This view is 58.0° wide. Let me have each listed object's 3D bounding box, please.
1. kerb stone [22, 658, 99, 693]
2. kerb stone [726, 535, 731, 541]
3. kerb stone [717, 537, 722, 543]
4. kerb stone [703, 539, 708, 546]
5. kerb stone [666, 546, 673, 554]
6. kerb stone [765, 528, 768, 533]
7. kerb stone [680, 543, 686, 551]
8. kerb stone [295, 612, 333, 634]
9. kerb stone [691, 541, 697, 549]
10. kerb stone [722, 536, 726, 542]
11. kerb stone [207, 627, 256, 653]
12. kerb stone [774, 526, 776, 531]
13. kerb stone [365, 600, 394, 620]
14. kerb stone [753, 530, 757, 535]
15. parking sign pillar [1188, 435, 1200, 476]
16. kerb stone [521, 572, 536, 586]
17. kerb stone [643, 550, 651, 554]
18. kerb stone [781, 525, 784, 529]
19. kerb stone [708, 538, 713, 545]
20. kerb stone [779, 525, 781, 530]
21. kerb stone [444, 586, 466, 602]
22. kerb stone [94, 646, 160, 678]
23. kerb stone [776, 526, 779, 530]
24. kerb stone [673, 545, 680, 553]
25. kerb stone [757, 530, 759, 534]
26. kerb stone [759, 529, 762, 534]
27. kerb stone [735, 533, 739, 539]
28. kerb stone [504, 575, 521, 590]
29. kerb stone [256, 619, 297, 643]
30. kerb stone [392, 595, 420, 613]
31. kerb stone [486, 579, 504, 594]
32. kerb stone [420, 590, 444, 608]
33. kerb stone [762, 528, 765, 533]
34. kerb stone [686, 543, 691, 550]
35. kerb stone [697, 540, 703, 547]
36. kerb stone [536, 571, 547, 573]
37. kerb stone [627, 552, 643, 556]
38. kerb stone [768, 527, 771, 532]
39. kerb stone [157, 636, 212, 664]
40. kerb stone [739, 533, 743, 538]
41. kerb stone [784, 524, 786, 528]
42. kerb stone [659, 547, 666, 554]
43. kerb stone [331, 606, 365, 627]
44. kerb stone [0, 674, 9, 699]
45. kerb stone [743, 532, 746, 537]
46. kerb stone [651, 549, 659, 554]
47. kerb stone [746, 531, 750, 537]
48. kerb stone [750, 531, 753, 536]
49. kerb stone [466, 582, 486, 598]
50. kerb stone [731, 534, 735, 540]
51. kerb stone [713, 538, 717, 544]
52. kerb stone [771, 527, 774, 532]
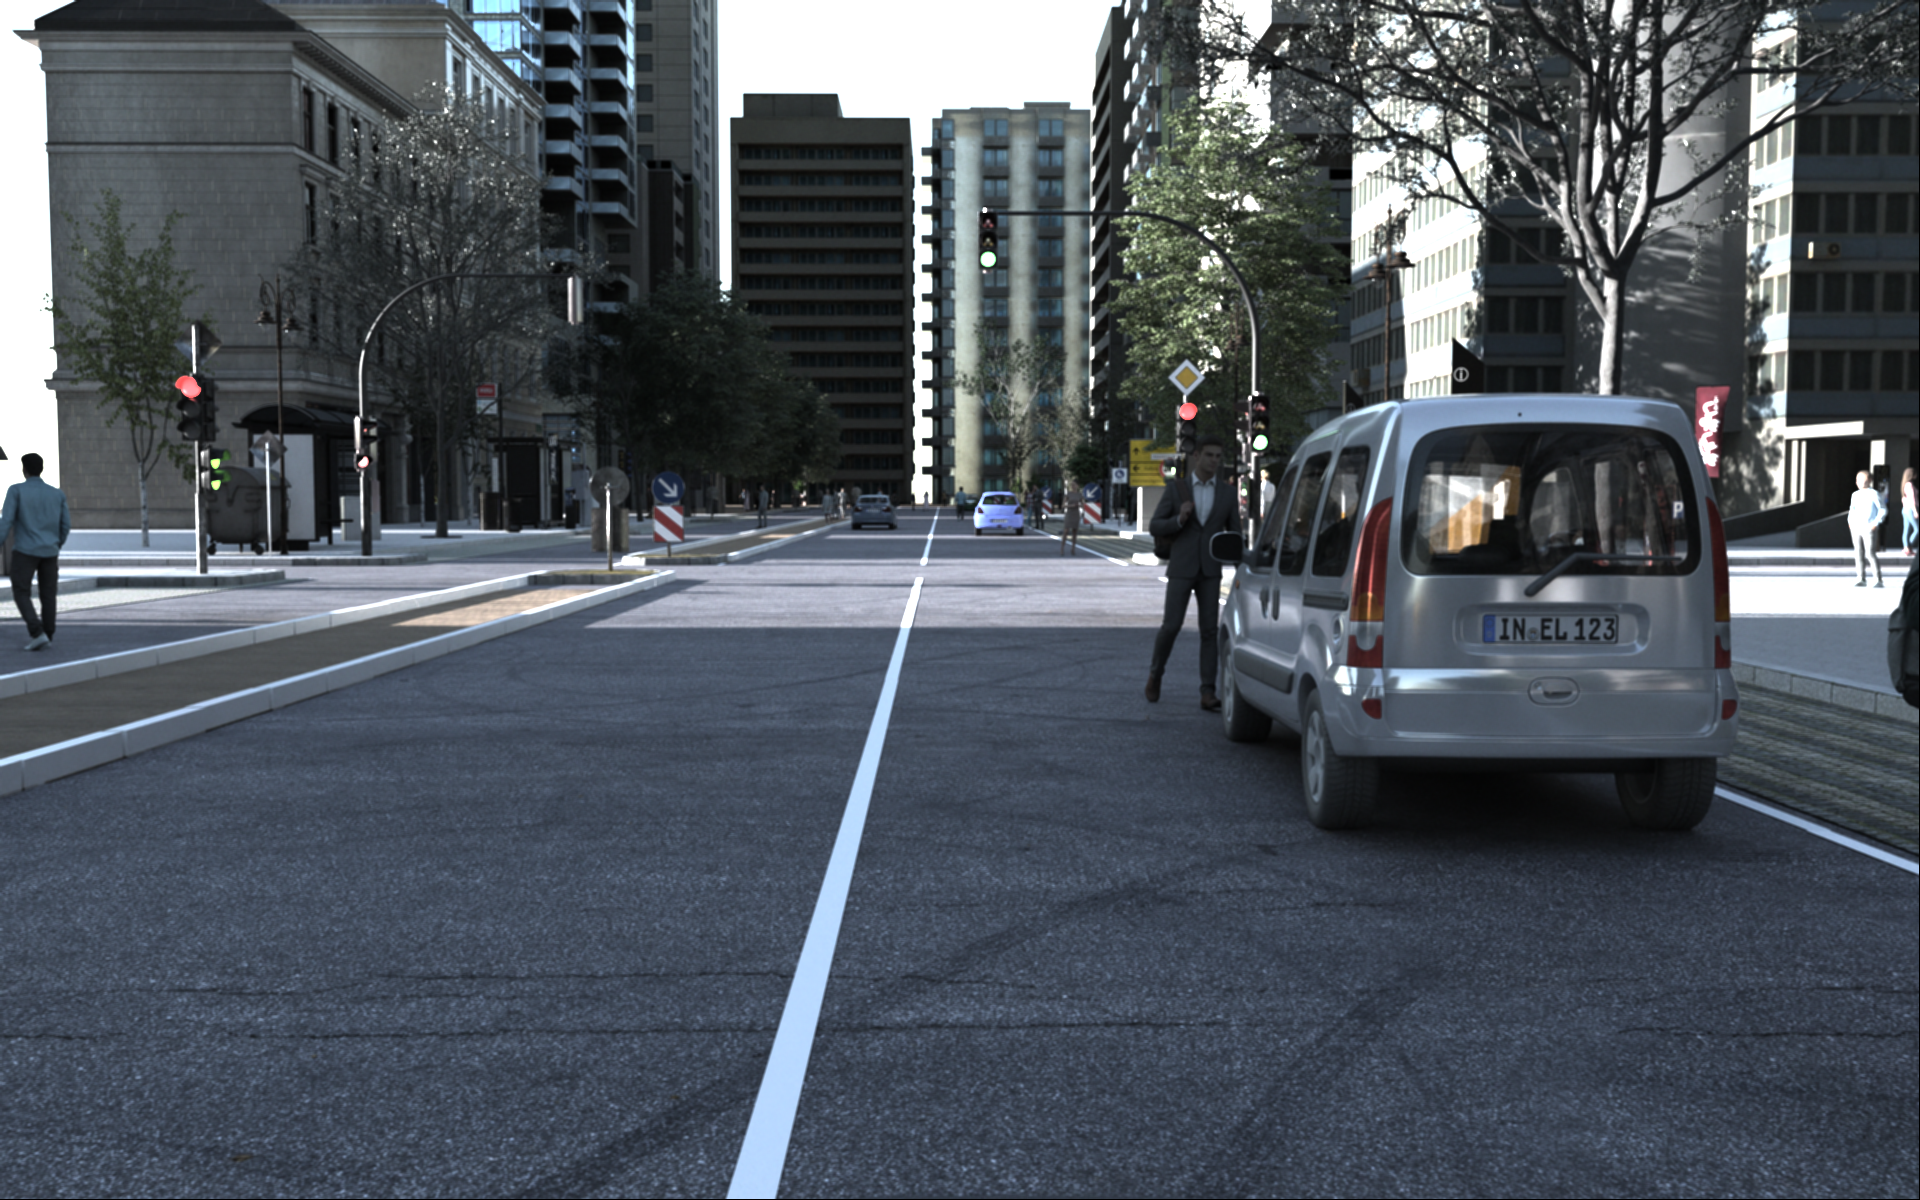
[{"bbox_3d":[-6.731,0.571,12.879,0.120,0.150,1.000,0,4,-1],"label":"kerb stone"},{"bbox_3d":[-7.139,-1.843,52.406,0.120,0.150,1.000,0,4,-1],"label":"kerb stone"},{"bbox_3d":[-7.112,-1.722,50.358,0.120,0.150,1.000,0,4,-1],"label":"kerb stone"},{"bbox_3d":[-7.079,-1.534,47.284,0.120,0.150,1.000,0,4,-1],"label":"kerb stone"},{"bbox_3d":[-7.022,-1.158,41.135,0.120,0.150,1.000,0,4,-1],"label":"kerb stone"},{"bbox_3d":[-7.253,-2.537,63.674,0.120,0.150,1.000,0,4,-1],"label":"kerb stone"},{"bbox_3d":[-7.040,-1.284,43.183,0.120,0.150,1.000,0,4,-1],"label":"kerb stone"},{"bbox_3d":[-6.784,0.262,18.008,0.120,0.150,1.000,0,4,-1],"label":"kerb stone"},{"bbox_3d":[-7.070,-1.409,45.238,0.120,0.150,1.000,0,4,-1],"label":"kerb stone"},{"bbox_3d":[-7.128,-1.785,51.384,0.120,0.150,1.000,0,4,-1],"label":"kerb stone"},{"bbox_3d":[-6.766,0.382,15.956,0.120,0.150,1.000,0,4,-1],"label":"kerb stone"},{"bbox_3d":[-7.278,-2.725,66.745,0.120,0.150,1.000,0,4,-1],"label":"kerb stone"},{"bbox_3d":[-6.806,0.139,20.054,0.120,0.150,1.000,0,4,-1],"label":"kerb stone"},{"bbox_3d":[-7.201,-2.283,59.582,0.120,0.150,1.000,0,4,-1],"label":"kerb stone"},{"bbox_3d":[7.606,-4.138,56.120,1.447,3.967,1.447,1,4,18],"label":"parking sign pillar"},{"bbox_3d":[-6.876,-0.308,27.225,0.120,0.150,1.000,0,4,-1],"label":"kerb stone"},{"bbox_3d":[-6.993,-0.969,38.069,0.120,0.150,1.000,0,4,-1],"label":"kerb stone"},{"bbox_3d":[-7.311,-2.914,69.845,0.120,0.150,1.000,0,4,-1],"label":"kerb stone"},{"bbox_3d":[-7.088,-1.597,48.313,0.120,0.150,1.000,0,4,-1],"label":"kerb stone"},{"bbox_3d":[-7.300,-2.845,68.805,0.120,0.150,1.000,0,4,-1],"label":"kerb stone"},{"bbox_3d":[-6.833,-0.053,23.127,0.120,0.150,1.000,0,4,-1],"label":"kerb stone"},{"bbox_3d":[-6.736,0.507,13.905,0.120,0.150,1.000,0,4,-1],"label":"kerb stone"},{"bbox_3d":[-7.294,-2.788,67.779,0.120,0.150,1.000,0,4,-1],"label":"kerb stone"},{"bbox_3d":[-7.019,-1.221,42.158,0.120,0.150,1.000,0,4,-1],"label":"kerb stone"},{"bbox_3d":[-7.222,-2.349,60.604,0.120,0.150,1.000,0,4,-1],"label":"kerb stone"},{"bbox_3d":[-7.236,-2.412,61.627,0.120,0.150,1.000,0,4,-1],"label":"kerb stone"},{"bbox_3d":[-7.153,-1.973,54.461,0.120,0.150,1.000,0,4,-1],"label":"kerb stone"},{"bbox_3d":[-6.866,-0.245,26.201,0.120,0.150,1.000,0,4,-1],"label":"kerb stone"},{"bbox_3d":[-6.774,0.323,16.978,0.120,0.150,1.000,0,4,-1],"label":"kerb stone"},{"bbox_3d":[-6.821,0.068,21.079,0.120,0.150,1.000,0,4,-1],"label":"kerb stone"},{"bbox_3d":[-6.859,-0.182,25.170,0.120,0.150,1.000,0,4,-1],"label":"kerb stone"},{"bbox_3d":[-6.822,0.006,22.101,0.120,0.150,1.000,0,4,-1],"label":"kerb stone"},{"bbox_3d":[-7.242,-2.469,62.650,0.120,0.150,1.000,0,4,-1],"label":"kerb stone"},{"bbox_3d":[-7.055,-1.343,44.216,0.120,0.150,1.000,0,4,-1],"label":"kerb stone"},{"bbox_3d":[-7.072,-1.470,46.260,0.120,0.150,1.000,0,4,-1],"label":"kerb stone"},{"bbox_3d":[-6.889,-0.370,28.252,0.120,0.150,1.000,0,4,-1],"label":"kerb stone"},{"bbox_3d":[-6.973,-0.908,37.047,0.120,0.150,1.000,0,4,-1],"label":"kerb stone"},{"bbox_3d":[-7.255,-2.599,64.697,0.120,0.150,1.000,0,4,-1],"label":"kerb stone"},{"bbox_3d":[-6.744,0.444,14.934,0.120,0.150,1.000,0,4,-1],"label":"kerb stone"},{"bbox_3d":[-7.166,-2.031,55.486,0.120,0.150,1.000,0,4,-1],"label":"kerb stone"},{"bbox_3d":[-7.330,-2.974,70.867,0.120,0.150,1.000,0,4,-1],"label":"kerb stone"},{"bbox_3d":[-7.013,-1.093,40.113,0.120,0.150,1.000,0,4,-1],"label":"kerb stone"},{"bbox_3d":[-6.790,0.195,19.030,0.120,0.150,1.000,0,4,-1],"label":"kerb stone"},{"bbox_3d":[-6.726,0.636,11.858,0.120,0.150,1.000,0,4,-1],"label":"kerb stone"},{"bbox_3d":[-7.174,-2.097,56.509,0.120,0.150,1.000,0,4,-1],"label":"kerb stone"},{"bbox_3d":[-6.998,-1.033,39.091,0.120,0.150,1.000,0,4,-1],"label":"kerb stone"},{"bbox_3d":[-7.193,-2.159,57.533,0.120,0.150,1.000,0,4,-1],"label":"kerb stone"},{"bbox_3d":[-7.201,-2.218,58.559,0.120,0.150,1.000,0,4,-1],"label":"kerb stone"},{"bbox_3d":[-6.844,-0.118,24.149,0.120,0.150,1.000,0,4,-1],"label":"kerb stone"},{"bbox_3d":[-7.142,-1.908,53.439,0.120,0.150,1.000,0,4,-1],"label":"kerb stone"},{"bbox_3d":[-7.106,-1.660,49.336,0.120,0.150,1.000,0,4,-1],"label":"kerb stone"},{"bbox_3d":[-7.266,-2.662,65.719,0.120,0.150,1.000,0,4,-1],"label":"kerb stone"}]
